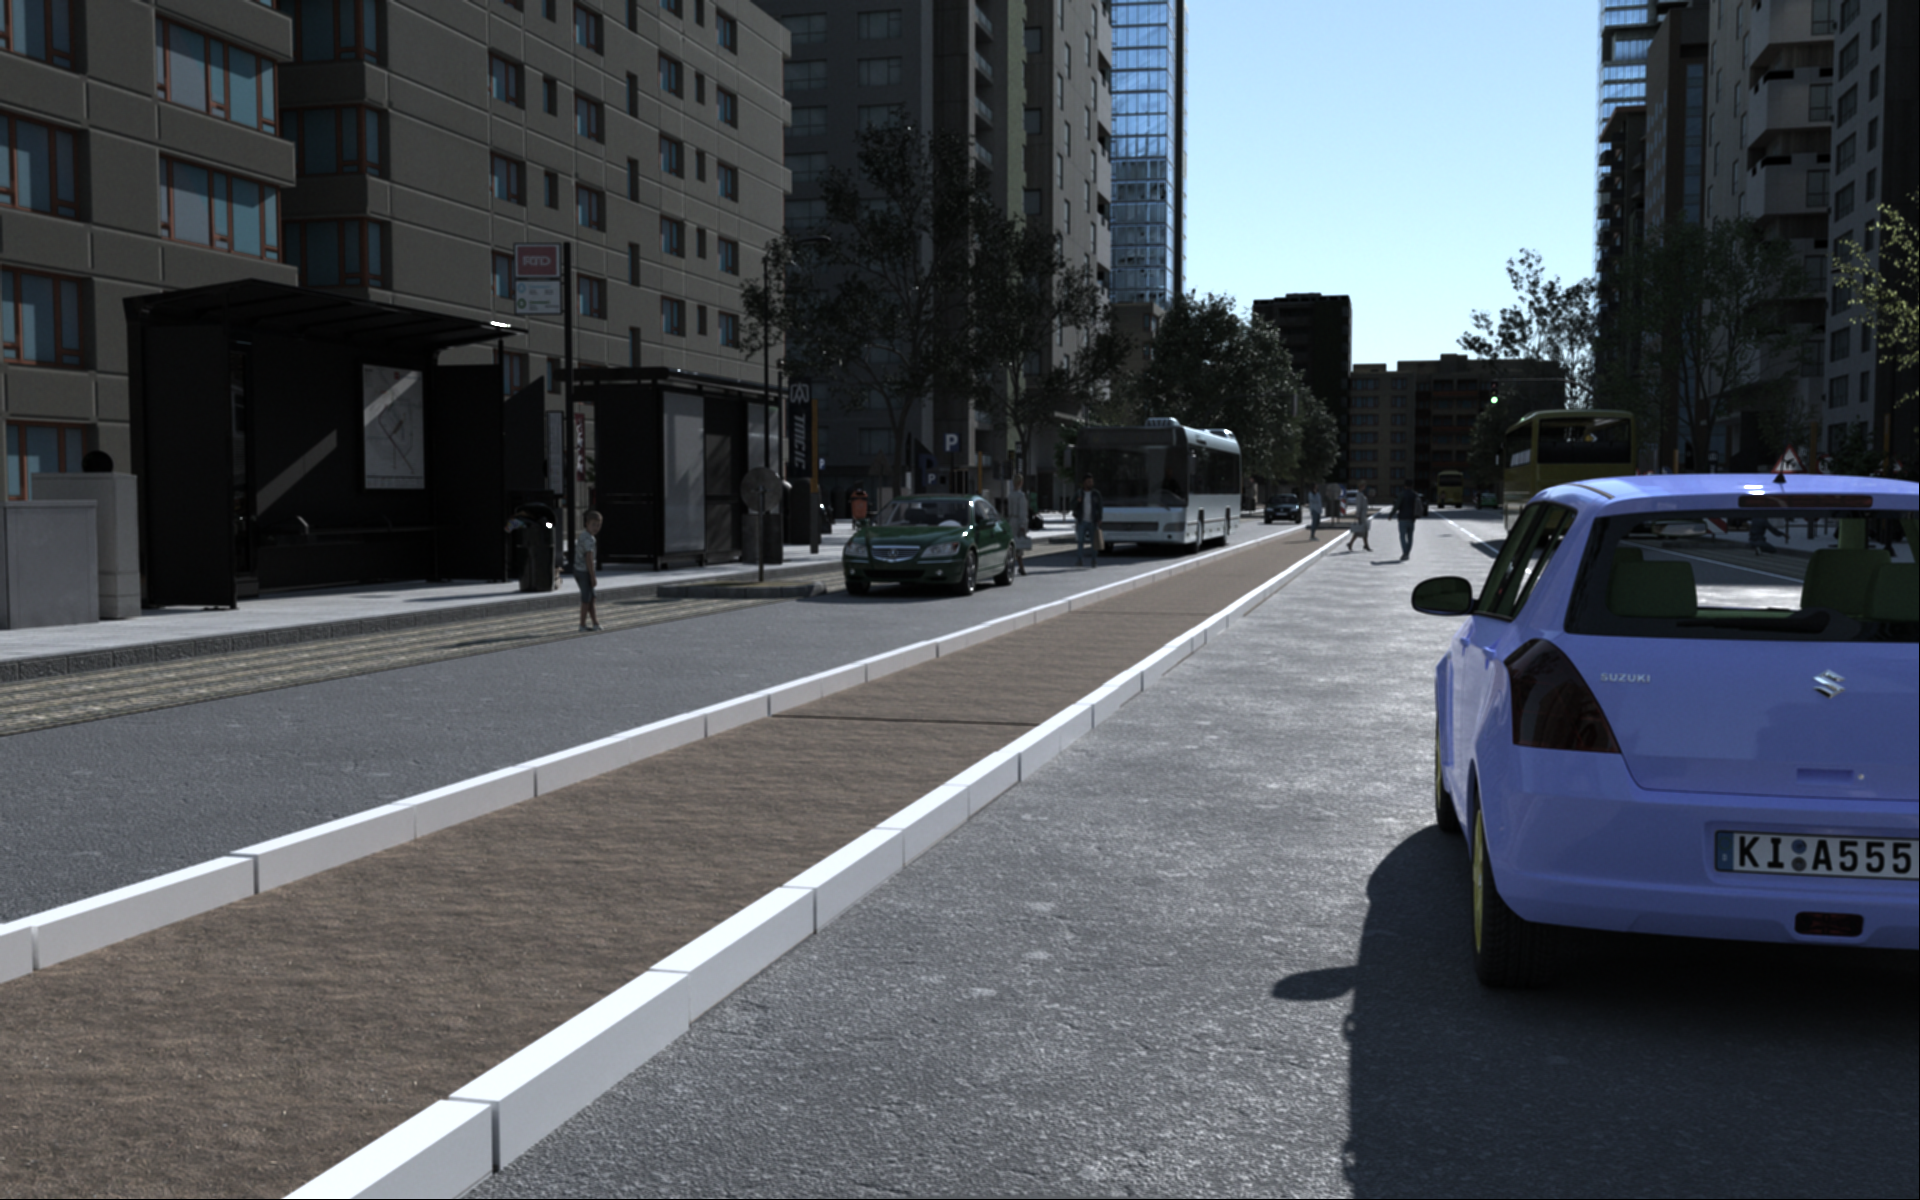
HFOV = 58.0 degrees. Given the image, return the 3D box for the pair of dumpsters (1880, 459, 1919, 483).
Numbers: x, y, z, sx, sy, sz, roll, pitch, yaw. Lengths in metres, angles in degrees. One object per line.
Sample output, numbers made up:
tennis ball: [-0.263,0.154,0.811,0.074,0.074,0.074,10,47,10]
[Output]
pair of dumpsters: [25.143,-2.749,47.432,1.574,2.255,4.437,1,4,14]

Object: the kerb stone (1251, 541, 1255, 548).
kerb stone: [7.552,-1.417,45.370,0.120,0.150,1.000,1,4,14]

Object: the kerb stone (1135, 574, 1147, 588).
kerb stone: [2.688,-0.264,26.519,0.120,0.150,1.000,1,4,14]

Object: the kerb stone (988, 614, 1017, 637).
kerb stone: [0.383,0.282,17.590,0.120,0.150,1.000,1,4,14]

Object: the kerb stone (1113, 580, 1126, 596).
kerb stone: [2.171,-0.143,24.527,0.120,0.150,1.000,1,4,14]

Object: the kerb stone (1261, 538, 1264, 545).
kerb stone: [8.321,-1.587,48.344,0.120,0.150,1.000,1,4,14]

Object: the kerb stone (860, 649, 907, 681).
kerb stone: [-0.637,0.525,13.618,0.120,0.150,1.000,1,4,14]

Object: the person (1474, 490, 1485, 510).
person: [46.955,-9.018,156.458,1.217,1.766,0.721,-1,4,-15]

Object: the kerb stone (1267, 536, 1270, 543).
kerb stone: [8.833,-1.721,50.330,0.120,0.150,1.000,1,4,14]

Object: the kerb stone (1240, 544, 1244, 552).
kerb stone: [6.789,-1.236,42.399,0.120,0.150,1.000,1,4,14]

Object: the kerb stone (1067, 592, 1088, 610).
kerb stone: [1.408,0.039,21.550,0.120,0.150,1.000,1,4,14]

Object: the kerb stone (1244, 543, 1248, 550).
kerb stone: [7.040,-1.296,43.390,0.120,0.150,1.000,1,4,14]

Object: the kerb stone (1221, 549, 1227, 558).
kerb stone: [5.760,-0.991,38.436,0.120,0.150,1.000,1,4,14]

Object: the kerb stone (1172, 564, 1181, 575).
kerb stone: [3.716,-0.506,30.490,0.120,0.150,1.000,1,4,14]

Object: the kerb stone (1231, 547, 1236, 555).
kerb stone: [6.268,-1.108,40.419,0.120,0.150,1.000,1,4,14]

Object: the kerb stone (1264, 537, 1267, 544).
kerb stone: [8.571,-1.660,49.339,0.120,0.150,1.000,1,4,14]

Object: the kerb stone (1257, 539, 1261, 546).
kerb stone: [8.054,-1.537,47.357,0.120,0.150,1.000,1,4,14]

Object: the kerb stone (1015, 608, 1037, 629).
kerb stone: [0.638,0.224,18.580,0.120,0.150,1.000,1,4,14]

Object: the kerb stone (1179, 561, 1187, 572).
kerb stone: [3.963,-0.568,31.486,0.120,0.150,1.000,1,4,14]

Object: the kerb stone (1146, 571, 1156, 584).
kerb stone: [2.941,-0.325,27.510,0.120,0.150,1.000,1,4,14]

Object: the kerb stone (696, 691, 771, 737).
kerb stone: [-1.413,0.708,10.636,0.120,0.150,1.000,1,4,14]

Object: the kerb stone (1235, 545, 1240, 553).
kerb stone: [6.527,-1.174,41.410,0.120,0.150,1.000,1,4,14]

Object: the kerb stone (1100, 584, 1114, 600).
kerb stone: [1.916,-0.082,23.530,0.120,0.150,1.000,1,4,14]

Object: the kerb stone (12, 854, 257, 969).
kerb stone: [-2.688,1.019,5.678,0.120,0.150,1.000,1,4,14]

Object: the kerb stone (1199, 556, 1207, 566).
kerb stone: [4.739,-0.750,34.463,0.120,0.150,1.000,1,4,14]

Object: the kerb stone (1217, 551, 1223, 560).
kerb stone: [5.512,-0.932,37.442,0.120,0.150,1.000,1,4,14]

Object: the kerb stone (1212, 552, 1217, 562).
kerb stone: [5.247,-0.872,36.449,0.120,0.150,1.000,1,4,14]

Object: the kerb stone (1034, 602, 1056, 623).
kerb stone: [0.898,0.161,19.569,0.120,0.150,1.000,1,4,14]

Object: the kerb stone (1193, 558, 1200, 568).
kerb stone: [4.473,-0.689,33.466,0.120,0.150,1.000,1,4,14]

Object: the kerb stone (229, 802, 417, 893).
kerb stone: [-2.431,0.950,6.666,0.120,0.150,1.000,1,4,14]

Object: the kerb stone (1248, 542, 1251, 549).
kerb stone: [7.299,-1.357,44.379,0.120,0.150,1.000,1,4,14]

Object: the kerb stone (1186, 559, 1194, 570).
kerb stone: [4.224,-0.629,32.474,0.120,0.150,1.000,1,4,14]

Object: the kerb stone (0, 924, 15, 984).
kerb stone: [-2.940,1.071,4.679,0.120,0.150,1.000,1,4,14]

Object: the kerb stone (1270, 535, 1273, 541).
kerb stone: [9.090,-1.779,51.319,0.120,0.150,1.000,1,4,14]

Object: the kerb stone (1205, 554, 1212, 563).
kerb stone: [4.993,-0.809,35.454,0.120,0.150,1.000,1,4,14]

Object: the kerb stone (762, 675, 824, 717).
kerb stone: [-1.151,0.647,11.624,0.120,0.150,1.000,1,4,14]

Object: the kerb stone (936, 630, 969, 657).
kerb stone: [-0.119,0.410,15.606,0.120,0.150,1.000,1,4,14]

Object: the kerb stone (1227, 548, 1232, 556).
kerb stone: [6.017,-1.054,39.426,0.120,0.150,1.000,1,4,14]

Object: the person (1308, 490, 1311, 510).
person: [30.859,-8.781,152.095,0.660,1.820,0.620,2,4,32]

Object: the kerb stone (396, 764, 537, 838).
kerb stone: [-2.181,0.889,7.657,0.120,0.150,1.000,1,4,14]

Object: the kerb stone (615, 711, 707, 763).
kerb stone: [-1.674,0.768,9.642,0.120,0.150,1.000,1,4,14]

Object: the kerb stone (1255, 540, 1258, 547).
kerb stone: [7.802,-1.478,46.362,0.120,0.150,1.000,1,4,14]

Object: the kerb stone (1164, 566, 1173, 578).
kerb stone: [3.454,-0.447,29.502,0.120,0.150,1.000,1,4,14]

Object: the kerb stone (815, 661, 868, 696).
kerb stone: [-0.897,0.589,12.627,0.120,0.150,1.000,1,4,14]

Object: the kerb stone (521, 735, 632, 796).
kerb stone: [-1.923,0.829,8.646,0.120,0.150,1.000,1,4,14]

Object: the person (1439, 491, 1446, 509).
person: [46.817,-9.720,168.126,0.721,1.736,1.217,3,5,44]

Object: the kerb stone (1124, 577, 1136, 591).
kerb stone: [2.427,-0.200,25.521,0.120,0.150,1.000,1,4,14]

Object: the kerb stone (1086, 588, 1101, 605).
kerb stone: [1.660,-0.021,22.541,0.120,0.150,1.000,1,4,14]

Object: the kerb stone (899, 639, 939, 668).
kerb stone: [-0.385,0.464,14.615,0.120,0.150,1.000,1,4,14]

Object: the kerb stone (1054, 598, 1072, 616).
kerb stone: [1.146,0.109,20.561,0.120,0.150,1.000,1,4,14]

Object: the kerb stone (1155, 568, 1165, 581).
kerb stone: [3.205,-0.386,28.510,0.120,0.150,1.000,1,4,14]

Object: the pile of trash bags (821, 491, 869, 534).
pile of trash bags: [-4.678,-2.862,56.547,3.447,1.369,1.912,-1,4,-14]

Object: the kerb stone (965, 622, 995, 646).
kerb stone: [0.135,0.350,16.597,0.120,0.150,1.000,1,4,14]
